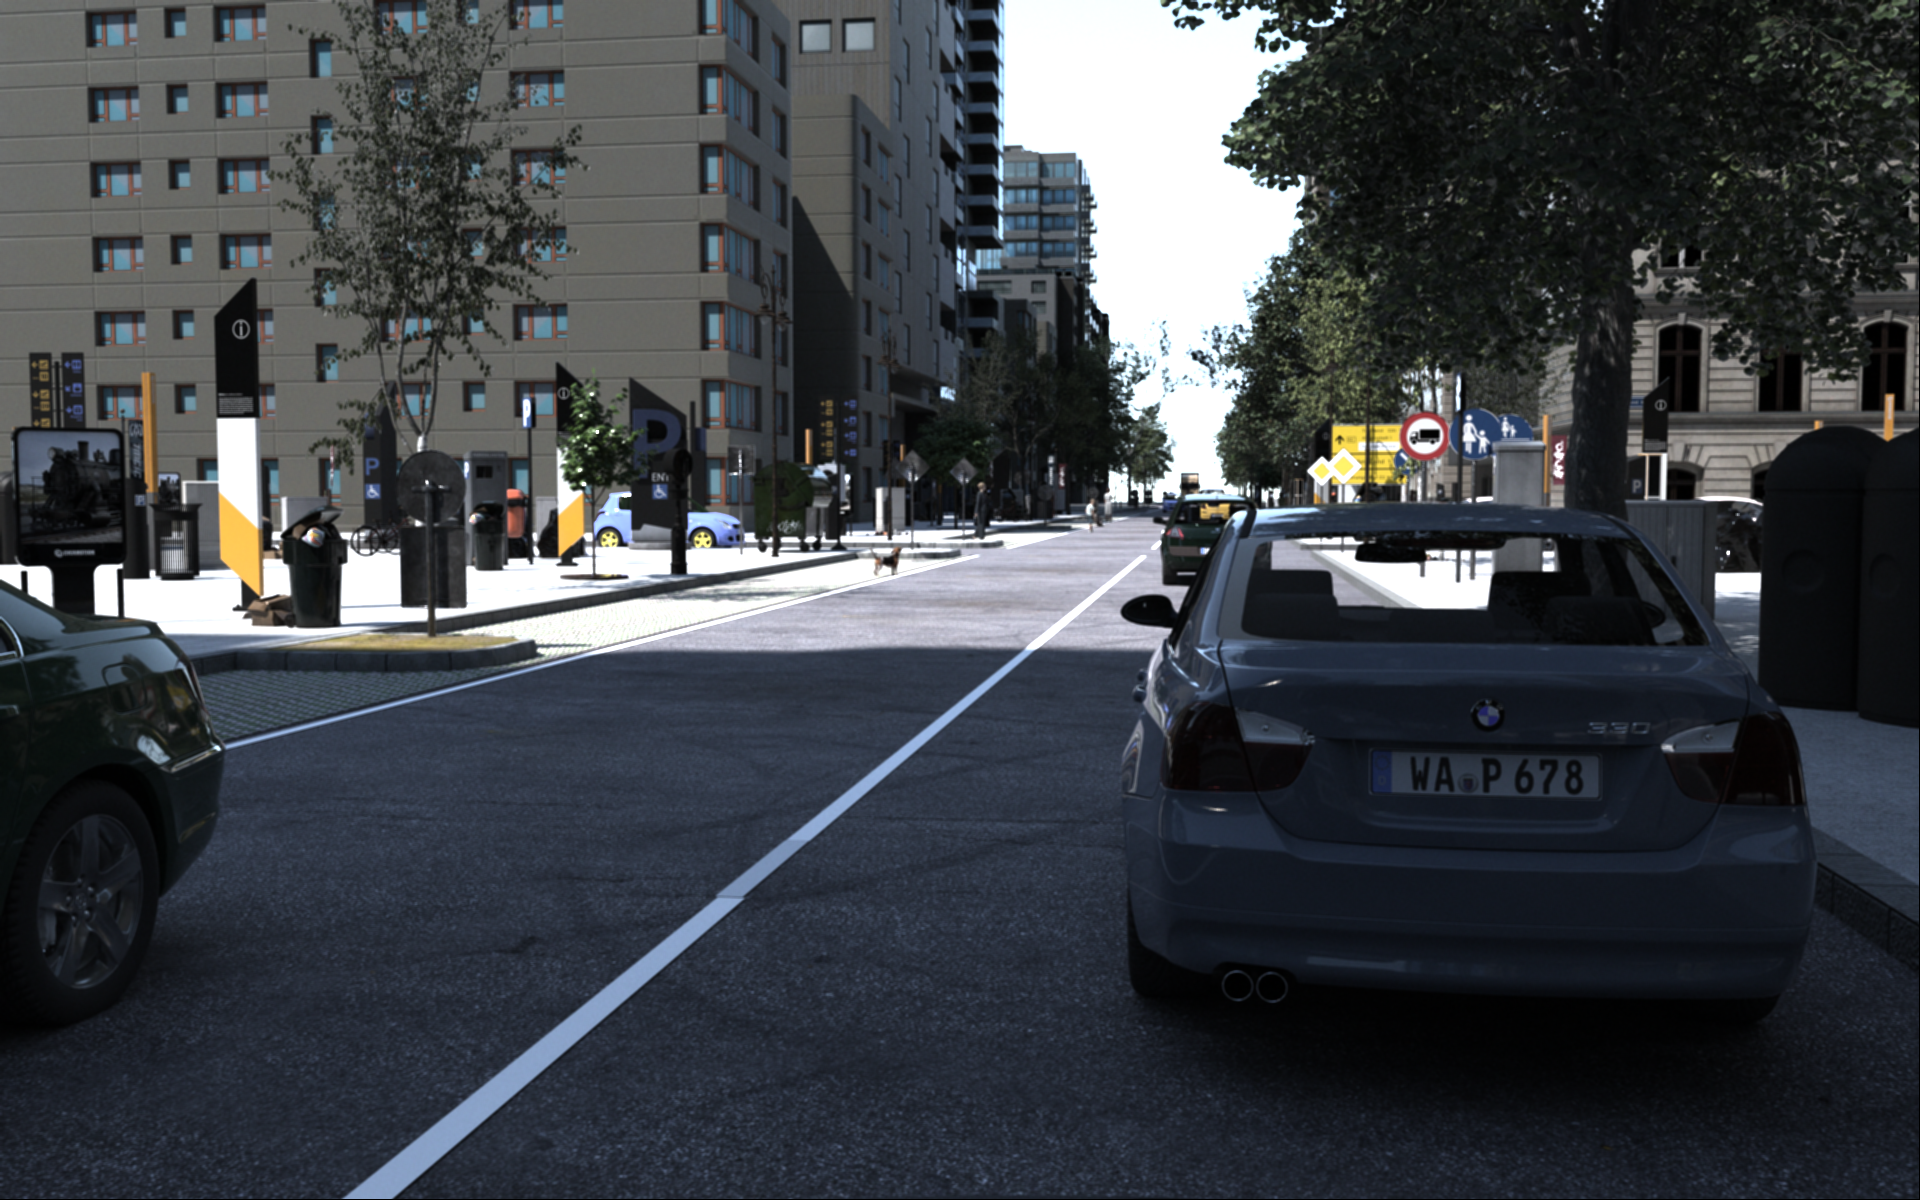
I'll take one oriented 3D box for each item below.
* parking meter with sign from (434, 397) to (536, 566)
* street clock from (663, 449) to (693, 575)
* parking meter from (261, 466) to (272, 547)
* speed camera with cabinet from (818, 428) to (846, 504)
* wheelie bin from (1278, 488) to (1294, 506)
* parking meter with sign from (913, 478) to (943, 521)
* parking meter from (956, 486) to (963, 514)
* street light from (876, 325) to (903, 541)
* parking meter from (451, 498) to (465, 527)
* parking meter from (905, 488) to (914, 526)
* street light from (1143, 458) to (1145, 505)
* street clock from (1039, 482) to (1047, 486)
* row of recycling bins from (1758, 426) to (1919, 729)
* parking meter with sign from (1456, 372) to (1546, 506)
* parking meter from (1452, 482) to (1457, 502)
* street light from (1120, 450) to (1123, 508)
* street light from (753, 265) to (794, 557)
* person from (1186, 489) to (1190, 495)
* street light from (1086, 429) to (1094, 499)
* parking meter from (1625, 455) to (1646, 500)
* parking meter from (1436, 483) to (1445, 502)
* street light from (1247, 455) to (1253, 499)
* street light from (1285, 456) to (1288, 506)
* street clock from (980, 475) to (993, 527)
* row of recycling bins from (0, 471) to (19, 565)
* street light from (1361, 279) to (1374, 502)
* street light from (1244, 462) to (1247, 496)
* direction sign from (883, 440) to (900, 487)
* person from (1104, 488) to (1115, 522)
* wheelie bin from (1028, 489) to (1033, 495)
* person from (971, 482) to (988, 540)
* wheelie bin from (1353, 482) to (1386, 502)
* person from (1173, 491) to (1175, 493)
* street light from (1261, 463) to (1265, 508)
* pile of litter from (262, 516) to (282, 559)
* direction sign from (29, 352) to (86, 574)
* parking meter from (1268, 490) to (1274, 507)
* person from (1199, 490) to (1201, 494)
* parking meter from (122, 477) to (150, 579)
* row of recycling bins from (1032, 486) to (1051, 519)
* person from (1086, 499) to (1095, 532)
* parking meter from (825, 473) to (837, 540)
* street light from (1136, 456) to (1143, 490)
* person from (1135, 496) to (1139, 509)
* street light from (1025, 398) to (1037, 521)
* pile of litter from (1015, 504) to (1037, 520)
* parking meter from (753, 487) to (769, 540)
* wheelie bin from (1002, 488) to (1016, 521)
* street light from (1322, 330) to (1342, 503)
[{"bbox_3d":[-8.512,-2.125,31.008,1.738,3.016,0.543,-2,4,-30],"label":"parking meter with sign"},{"bbox_3d":[-4.499,-1.413,27.666,0.358,2.002,0.471,2,4,32],"label":"street clock"},{"bbox_3d":[-14.387,-1.838,35.768,0.255,1.863,0.399,-1,4,-15],"label":"parking meter"},{"bbox_3d":[-4.475,-3.534,52.117,2.038,3.252,0.660,2,4,24],"label":"speed camera with cabinet"},{"bbox_3d":[18.080,-5.397,96.143,0.693,1.594,0.980,-3,4,-37],"label":"wheelie bin"},{"bbox_3d":[-1.530,-5.387,84.335,1.738,3.016,0.543,2,4,34],"label":"parking meter with sign"},{"bbox_3d":[-0.015,-6.539,112.615,0.399,1.863,0.255,-3,4,-39],"label":"parking meter"},{"bbox_3d":[-1.936,-4.580,47.669,0.468,5.910,1.993,1,4,8],"label":"street light"},{"bbox_3d":[-11.821,-1.986,40.878,0.372,1.533,0.369,0,3,0],"label":"parking meter"},{"bbox_3d":[-2.030,-3.712,69.096,0.372,1.533,0.369,0,3,0],"label":"parking meter"},{"bbox_3d":[21.847,-14.257,205.890,0.468,5.910,1.993,1,4,8],"label":"street light"},{"bbox_3d":[4.787,-5.827,99.837,0.471,2.002,0.358,-2,4,-26],"label":"street clock"},{"bbox_3d":[5.720,-0.132,9.264,1.069,1.692,3.534,-1,4,-18],"label":"row of recycling bins"},{"bbox_3d":[8.025,-1.748,24.842,1.738,3.016,0.543,1,4,10],"label":"parking meter with sign"},{"bbox_3d":[24.774,-4.941,86.488,0.399,1.863,0.255,-2,4,-33],"label":"parking meter"},{"bbox_3d":[14.742,-11.369,158.668,0.468,5.910,1.993,1,4,8],"label":"street light"},{"bbox_3d":[-3.760,-3.810,35.079,0.468,5.910,1.993,1,4,8],"label":"street light"},{"bbox_3d":[14.609,-6.266,111.291,0.374,1.781,0.599,0,4,-6],"label":"person"},{"bbox_3d":[9.458,-9.206,123.307,0.468,5.910,1.993,1,4,8],"label":"street light"},{"bbox_3d":[10.045,-1.241,26.007,0.399,1.863,0.255,-2,4,-24],"label":"parking meter"},{"bbox_3d":[25.685,-5.313,92.571,0.399,1.863,0.255,2,4,23],"label":"parking meter"},{"bbox_3d":[27.078,-11.473,160.373,0.468,5.910,1.993,1,4,8],"label":"street light"},{"bbox_3d":[15.817,-6.790,83.803,0.468,5.910,1.993,1,4,8],"label":"street light"},{"bbox_3d":[1.034,-3.836,67.284,0.471,2.002,0.358,-3,5,-40],"label":"street clock"},{"bbox_3d":[-18.578,-1.467,31.092,3.534,1.692,1.069,-2,4,-25],"label":"row of recycling bins"},{"bbox_3d":[8.795,-3.947,37.328,0.468,5.910,1.993,1,4,8],"label":"street light"},{"bbox_3d":[32.335,-13.609,195.287,0.468,5.910,1.993,1,4,8],"label":"street light"},{"bbox_3d":[-2.871,-4.937,72.717,0.876,3.537,0.379,-3,5,-41],"label":"direction sign"},{"bbox_3d":[7.591,-4.819,87.853,0.480,1.755,0.524,1,4,22],"label":"person"},{"bbox_3d":[4.849,-6.471,113.708,0.980,1.594,0.693,-2,4,-24],"label":"wheelie bin"},{"bbox_3d":[0.584,-2.566,50.878,0.534,1.772,0.576,0,4,-7],"label":"person"},{"bbox_3d":[11.117,-2.386,46.920,0.980,1.594,0.693,-3,5,-42],"label":"wheelie bin"},{"bbox_3d":[22.376,-10.513,181.096,1.217,1.735,0.721,0,4,-8],"label":"person"},{"bbox_3d":[21.918,-9.358,125.794,0.468,5.910,1.993,1,4,8],"label":"street light"},{"bbox_3d":[-13.689,-1.249,34.379,1.719,0.858,1.176,-3,4,-37],"label":"pile of litter"},{"bbox_3d":[-14.450,-2.190,27.802,0.876,3.537,0.379,0,4,3],"label":"direction sign"},{"bbox_3d":[18.145,-5.664,101.011,0.372,1.533,0.369,0,3,0],"label":"parking meter"},{"bbox_3d":[24.814,-10.407,178.738,1.350,1.814,0.705,-1,4,-12],"label":"person"},{"bbox_3d":[-12.466,-1.086,26.171,0.372,1.533,0.369,0,3,0],"label":"parking meter"},{"bbox_3d":[4.304,-5.146,91.243,1.069,1.692,3.534,0,4,4],"label":"row of recycling bins"},{"bbox_3d":[4.895,-3.167,64.963,0.352,1.250,0.332,0,4,-5],"label":"person"},{"bbox_3d":[-3.577,-2.602,48.253,0.399,1.863,0.255,-2,4,-27],"label":"parking meter"},{"bbox_3d":[19.808,-13.485,193.261,0.468,5.910,1.993,1,4,8],"label":"street light"},{"bbox_3d":[15.204,-8.390,148.915,0.421,1.427,0.697,0,4,1],"label":"person"},{"bbox_3d":[3.427,-6.761,83.333,0.468,5.910,1.993,1,4,8],"label":"street light"},{"bbox_3d":[3.083,-4.455,86.804,1.719,0.858,1.176,-1,4,-13],"label":"pile of litter"},{"bbox_3d":[-5.558,-2.614,48.450,0.399,1.863,0.255,1,4,20],"label":"parking meter"},{"bbox_3d":[2.368,-4.649,83.921,0.693,1.594,0.980,0,4,-6],"label":"wheelie bin"},{"bbox_3d":[10.489,-4.659,48.968,0.468,5.910,1.993,1,4,8],"label":"street light"}]
